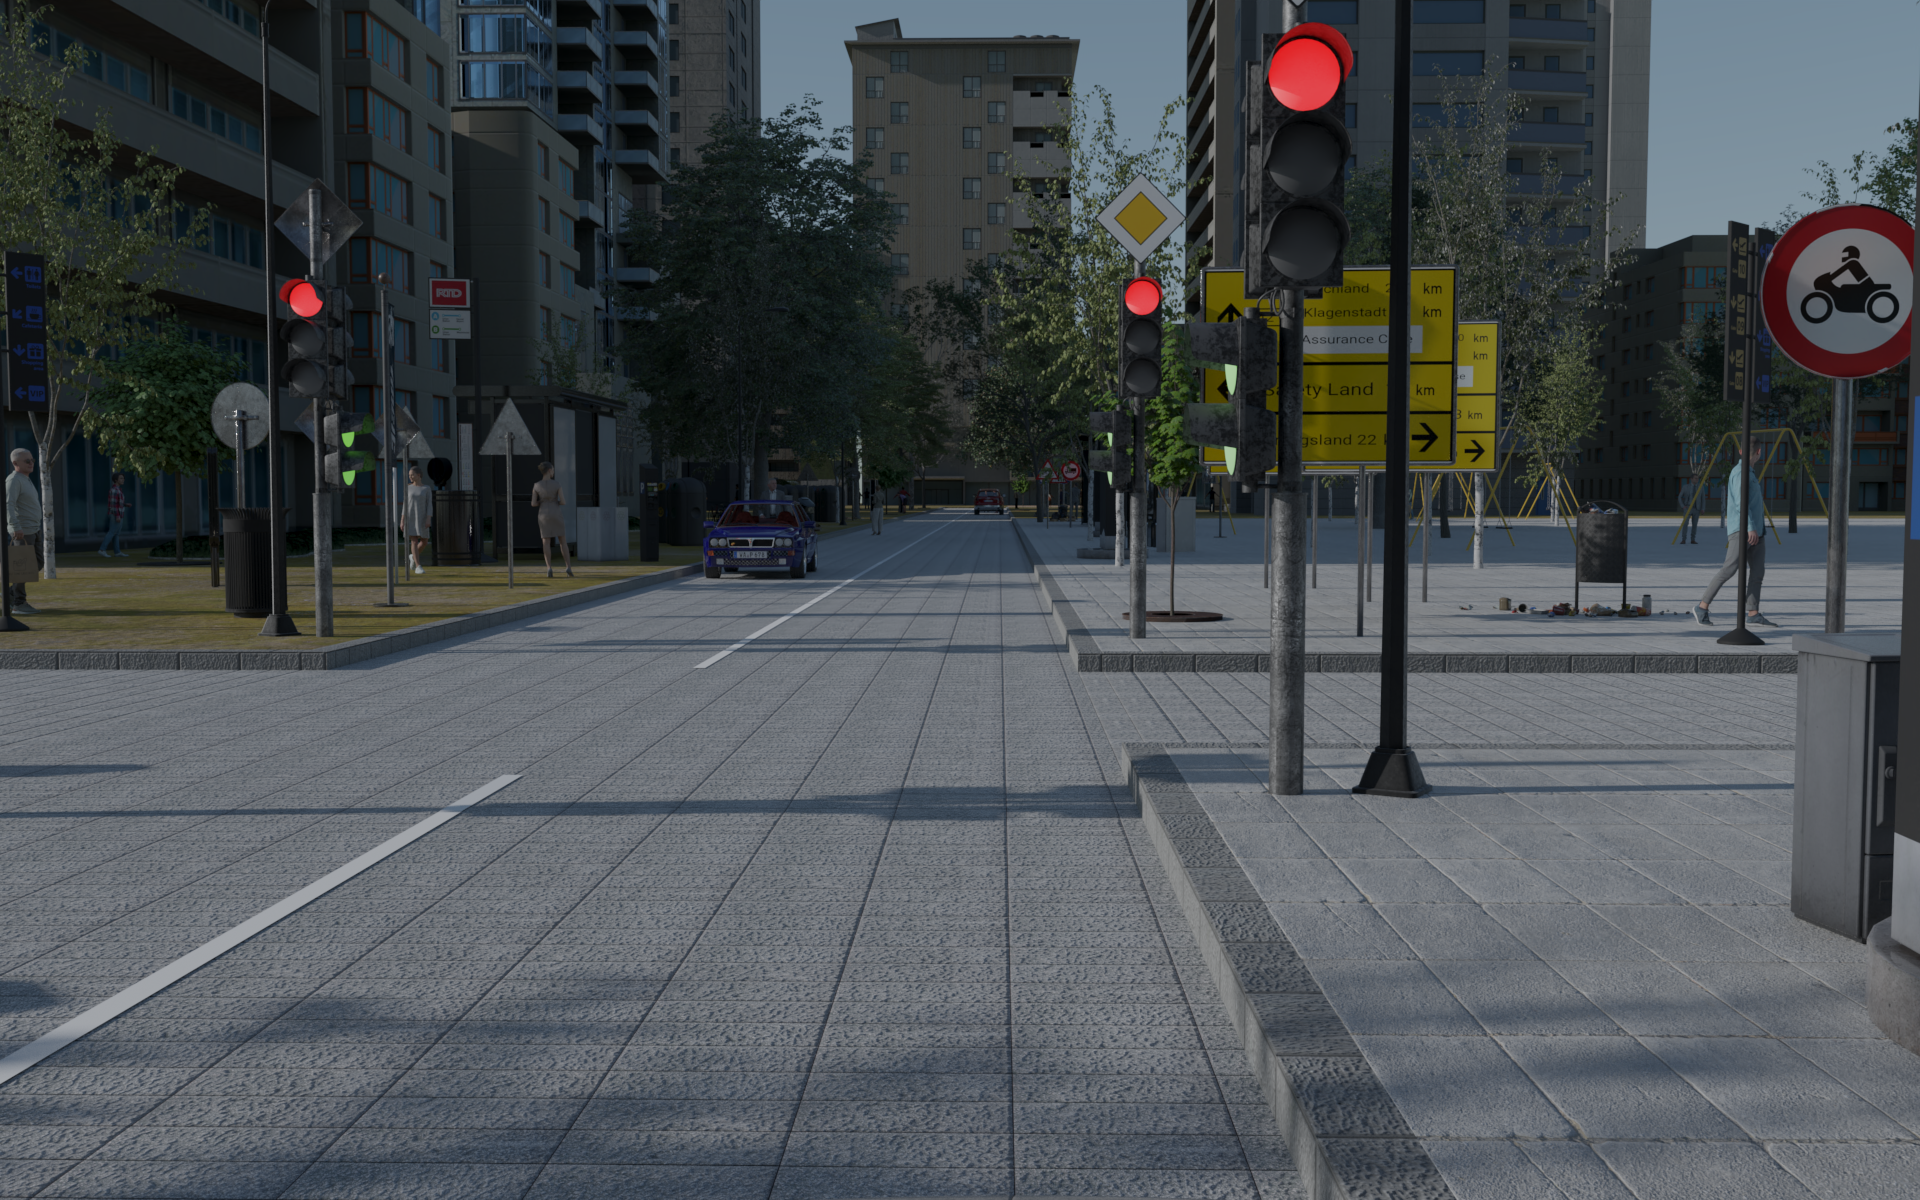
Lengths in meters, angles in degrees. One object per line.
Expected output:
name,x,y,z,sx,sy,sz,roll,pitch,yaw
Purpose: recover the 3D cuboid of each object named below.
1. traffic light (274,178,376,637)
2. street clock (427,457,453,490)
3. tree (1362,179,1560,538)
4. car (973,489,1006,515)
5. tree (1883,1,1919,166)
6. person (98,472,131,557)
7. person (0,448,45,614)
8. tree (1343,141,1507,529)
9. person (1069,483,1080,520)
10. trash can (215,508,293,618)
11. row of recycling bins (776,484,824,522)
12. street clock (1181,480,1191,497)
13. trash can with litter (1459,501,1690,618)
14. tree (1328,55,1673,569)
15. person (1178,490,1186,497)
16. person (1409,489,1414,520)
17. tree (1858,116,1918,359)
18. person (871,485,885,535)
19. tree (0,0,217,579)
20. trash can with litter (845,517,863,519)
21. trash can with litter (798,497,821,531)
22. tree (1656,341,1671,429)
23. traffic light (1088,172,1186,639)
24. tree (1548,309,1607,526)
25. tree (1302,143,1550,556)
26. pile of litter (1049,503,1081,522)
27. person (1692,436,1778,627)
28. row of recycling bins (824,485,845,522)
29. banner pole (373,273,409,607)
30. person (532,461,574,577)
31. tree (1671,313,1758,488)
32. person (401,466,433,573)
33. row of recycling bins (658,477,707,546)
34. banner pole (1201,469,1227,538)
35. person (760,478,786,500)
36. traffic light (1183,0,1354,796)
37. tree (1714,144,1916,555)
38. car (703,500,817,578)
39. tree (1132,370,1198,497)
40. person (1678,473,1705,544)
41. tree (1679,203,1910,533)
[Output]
traffic light,-5.695,-1.623,15.459,0.839,4.253,0.868,0,4,1
street clock,-10.265,-1.814,34.227,0.471,2.002,0.358,2,4,28
tree,13.902,-7.098,50.473,7.601,10.594,8.767,2,4,30
car,2.030,-6.826,120.272,2.281,1.827,5.304,0,4,2
tree,14.082,-4.372,21.847,4.360,8.622,3.978,0,3,0
person,-17.235,-1.738,35.291,0.643,1.720,0.563,-2,4,-25
person,-10.046,-0.729,18.455,0.515,1.767,0.782,-1,4,-14
tree,15.462,-9.615,63.854,9.857,13.997,8.962,0,3,0
person,5.692,-4.953,86.827,0.655,1.846,0.447,-1,4,-16
trash can,-7.366,-0.395,18.115,0.748,1.137,0.748,0,3,0
row of recycling bins,-7.314,-4.195,75.695,1.069,1.692,3.534,1,4,21
street clock,8.048,-3.539,62.431,0.471,2.002,0.358,1,4,20
trash can with litter,6.562,-0.467,18.695,2.233,1.210,1.678,3,4,38
tree,8.996,-4.833,29.388,4.360,8.622,3.978,0,3,0
person,10.526,-4.596,81.582,0.834,1.777,0.661,2,4,24
person,22.220,-4.885,85.904,0.713,1.824,0.794,-1,4,-9
tree,26.049,-7.162,42.851,9.928,11.665,9.643,0,3,0
person,-2.877,-3.142,60.422,0.519,1.759,0.362,-3,4,-38
tree,-13.631,-4.618,25.874,4.737,8.622,4.395,0,3,0
trash can with litter,-5.944,-4.705,87.983,2.233,1.210,1.678,2,4,26
trash can with litter,-5.160,-2.977,60.058,0.624,1.170,1.055,-3,4,-39
tree,28.500,-7.011,64.993,4.737,8.622,4.395,0,3,0
traffic light,1.564,-1.614,15.309,0.839,4.253,0.868,0,4,1
tree,24.093,-7.308,69.842,4.737,8.622,4.395,0,3,0
tree,9.471,-5.221,35.726,4.737,8.622,4.395,0,3,0
pile of litter,4.913,-4.088,80.796,1.719,0.858,1.176,0,4,4
person,7.563,-0.668,16.820,0.748,1.841,0.638,3,5,43
row of recycling bins,-6.353,-4.465,80.115,1.069,1.692,3.534,-1,4,-20
banner pole,-6.543,-1.829,19.915,0.401,3.779,0.863,-1,4,-9
person,-6.285,-1.244,26.728,0.599,1.781,0.374,0,4,-5
tree,30.491,-7.380,71.026,4.360,8.622,3.978,0,3,0
person,-8.869,-1.310,28.208,0.466,1.731,0.760,-3,5,-39
row of recycling bins,-7.090,-2.266,44.163,1.069,1.692,3.534,-1,4,-17
banner pole,7.467,-3.726,50.935,0.863,3.779,0.401,-1,4,-20
person,-4.043,-1.758,37.644,0.661,1.777,0.834,-1,4,-17
traffic light,1.382,-1.126,7.326,0.839,4.253,0.868,0,4,1
tree,18.584,-5.276,36.623,4.737,8.622,4.395,0,3,0
car,-3.489,-1.105,30.644,1.945,1.354,3.894,0,4,0
tree,10.375,-8.379,87.361,4.360,8.622,3.978,0,3,0
person,18.829,-2.350,44.558,0.635,1.810,0.391,0,4,4
tree,27.077,-7.470,56.539,7.601,10.594,8.767,-2,4,-25
